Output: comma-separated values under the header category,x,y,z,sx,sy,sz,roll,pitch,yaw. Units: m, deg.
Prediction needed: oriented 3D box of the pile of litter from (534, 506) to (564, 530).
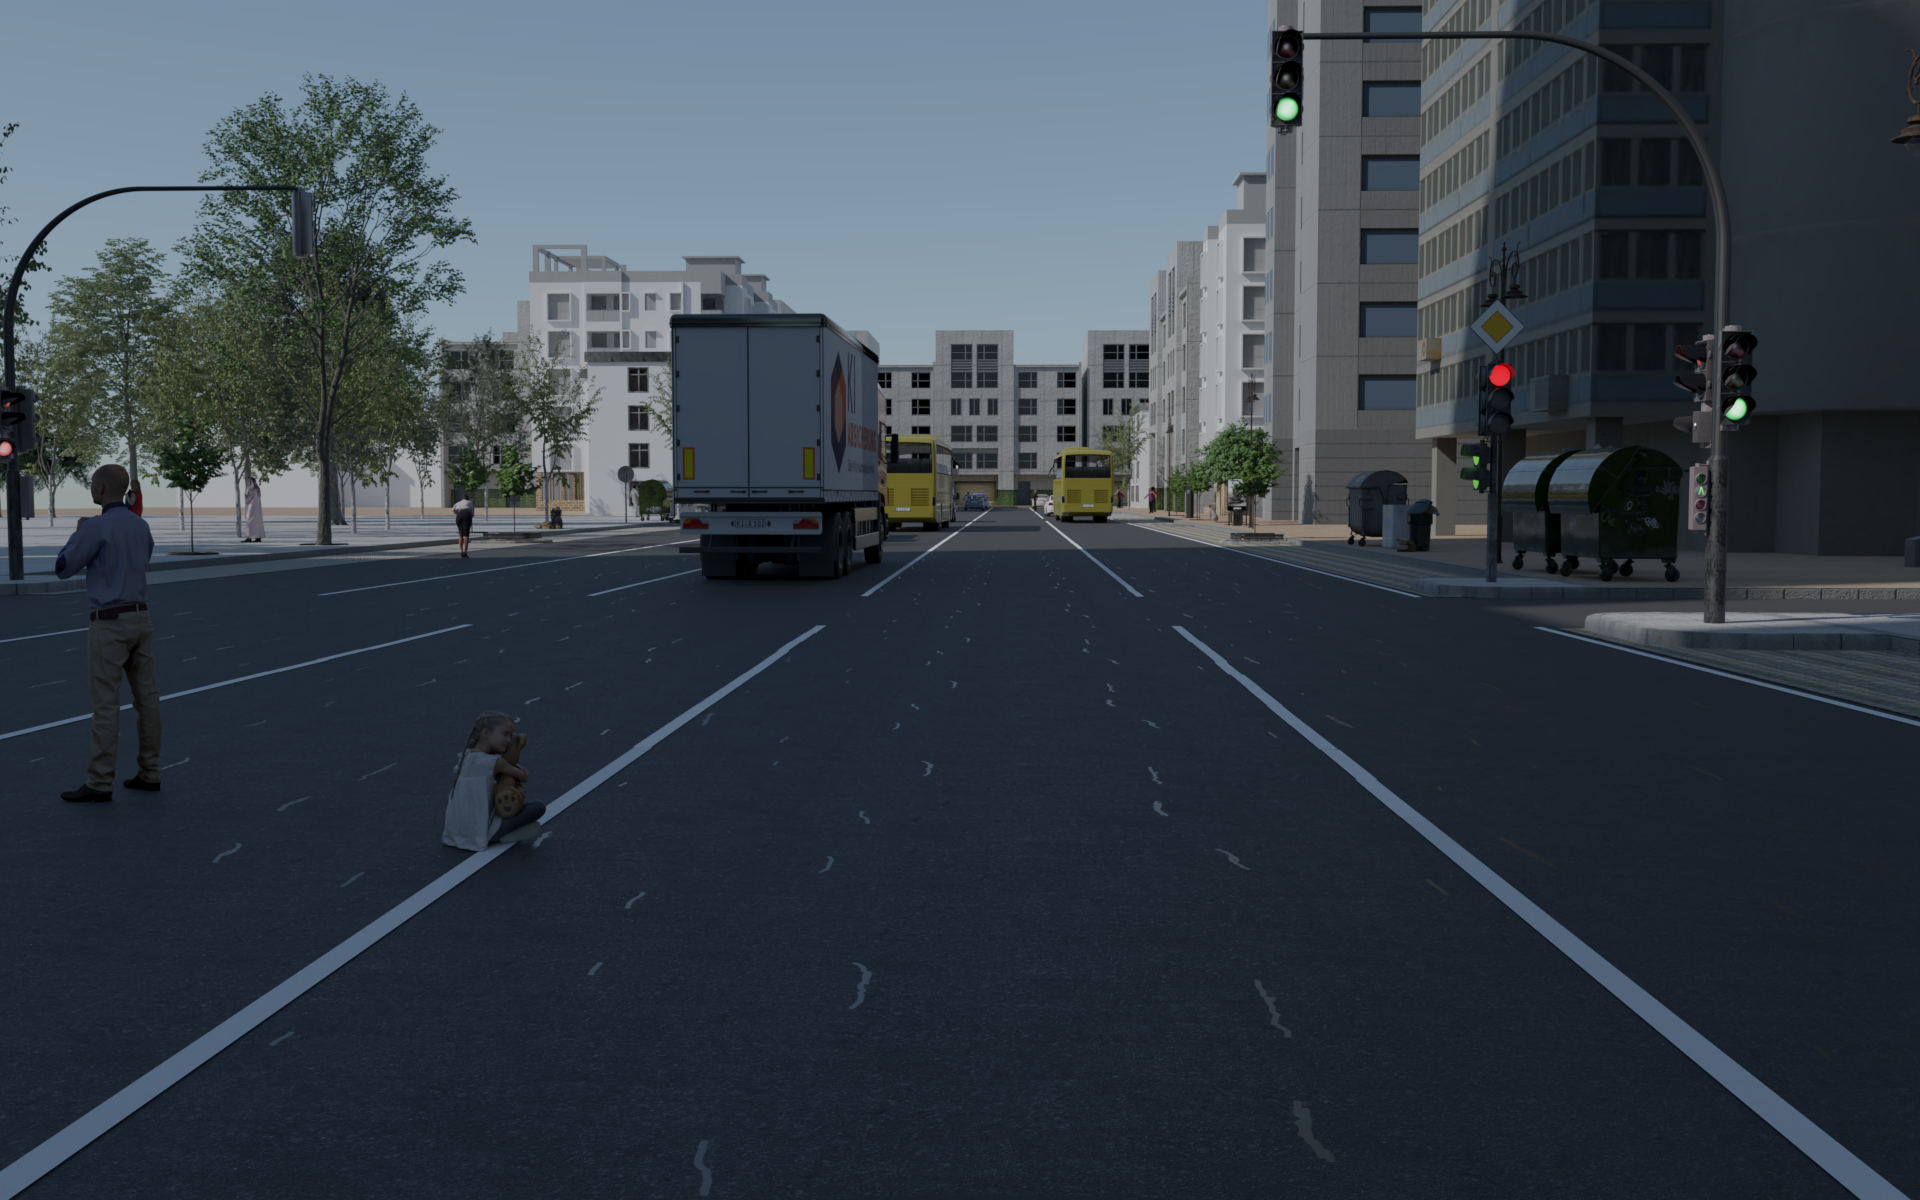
category,x,y,z,sx,sy,sz,roll,pitch,yaw
pile of litter,-15.038,-3.024,63.401,1.176,0.858,1.719,0,4,1

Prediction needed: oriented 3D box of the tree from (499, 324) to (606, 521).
category,x,y,z,sx,sy,sz,roll,pitch,yaw
tree,-17.913,-7.678,75.891,4.737,8.622,4.395,0,3,0

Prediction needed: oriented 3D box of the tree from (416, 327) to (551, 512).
category,x,y,z,sx,sy,sz,roll,pitch,yaw
tree,-26.989,-9.910,96.444,7.601,10.594,8.767,1,4,14

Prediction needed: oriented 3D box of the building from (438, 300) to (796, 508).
category,x,y,z,sx,sy,sz,roll,pitch,yaw
building,-31.735,-18.362,166.676,31.486,18.905,16.747,0,4,2

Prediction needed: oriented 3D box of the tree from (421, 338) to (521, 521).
category,x,y,z,sx,sy,sz,roll,pitch,yaw
tree,-22.532,-8.036,81.757,4.360,8.622,3.978,0,3,0

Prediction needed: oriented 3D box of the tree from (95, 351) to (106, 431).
category,x,y,z,sx,sy,sz,roll,pitch,yaw
tree,-27.419,-6.768,61.019,4.737,8.622,4.395,0,3,0

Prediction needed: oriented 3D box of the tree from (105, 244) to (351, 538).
category,x,y,z,sx,sy,sz,roll,pitch,yaw
tree,-21.328,-6.135,50.670,4.737,8.622,4.395,0,3,0

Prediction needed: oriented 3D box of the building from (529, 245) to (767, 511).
category,x,y,z,sx,sy,sz,roll,pitch,yaw
building,-24.205,-17.085,135.754,16.016,20.091,11.380,0,4,2

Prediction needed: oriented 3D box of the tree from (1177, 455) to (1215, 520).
category,x,y,z,sx,sy,sz,roll,pitch,yaw
tree,11.764,-5.507,84.634,1.663,3.219,1.824,0,3,0

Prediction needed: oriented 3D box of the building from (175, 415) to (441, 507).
category,x,y,z,sx,sy,sz,roll,pitch,yaw
building,-61.760,-14.012,171.250,28.070,9.664,9.099,0,4,2

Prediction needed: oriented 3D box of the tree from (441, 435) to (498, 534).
category,x,y,z,sx,sy,sz,roll,pitch,yaw
tree,-16.116,-3.793,56.622,1.663,3.219,1.824,0,3,0

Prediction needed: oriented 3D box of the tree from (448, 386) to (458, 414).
category,x,y,z,sx,sy,sz,roll,pitch,yaw
tree,-20.380,-6.823,61.918,4.737,8.622,4.395,0,3,0

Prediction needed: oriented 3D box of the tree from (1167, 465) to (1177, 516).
category,x,y,z,sx,sy,sz,roll,pitch,yaw
tree,12.766,-6.142,95.019,1.663,3.219,1.824,0,3,0

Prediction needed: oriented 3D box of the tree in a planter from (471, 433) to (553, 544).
category,x,y,z,sx,sy,sz,roll,pitch,yaw
tree in a planter,-13.049,-3.267,50.636,1.991,3.239,1.994,0,4,2

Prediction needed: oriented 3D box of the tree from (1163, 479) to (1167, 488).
category,x,y,z,sx,sy,sz,roll,pitch,yaw
tree,12.801,-6.576,102.124,1.663,3.219,1.824,0,3,0

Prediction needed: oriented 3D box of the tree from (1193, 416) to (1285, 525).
category,x,y,z,sx,sy,sz,roll,pitch,yaw
tree,12.297,-5.766,77.983,4.285,4.588,4.351,0,3,0

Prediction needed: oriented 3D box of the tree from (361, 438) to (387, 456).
category,x,y,z,sx,sy,sz,roll,pitch,yaw
tree,-35.570,-11.000,97.970,7.486,12.596,7.792,0,3,0

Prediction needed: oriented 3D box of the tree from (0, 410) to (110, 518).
category,x,y,z,sx,sy,sz,roll,pitch,yaw
tree,-56.314,-8.075,94.933,20.602,7.101,11.467,0,4,-6

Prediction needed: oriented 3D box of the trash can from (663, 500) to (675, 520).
category,x,y,z,sx,sy,sz,roll,pitch,yaw
trash can,-14.633,-4.617,87.136,0.748,1.137,0.748,0,3,0

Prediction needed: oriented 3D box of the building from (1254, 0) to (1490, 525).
category,x,y,z,sx,sy,sz,roll,pitch,yaw
building,25.700,-33.160,84.169,21.231,58.520,28.212,0,4,2

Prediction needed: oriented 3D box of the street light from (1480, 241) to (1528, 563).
category,x,y,z,sx,sy,sz,roll,pitch,yaw
street light,9.970,-3.616,31.903,0.468,5.910,1.993,0,4,2

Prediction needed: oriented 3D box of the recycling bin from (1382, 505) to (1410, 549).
category,x,y,z,sx,sy,sz,roll,pitch,yaw
recycling bin,10.391,-1.723,40.719,0.722,1.027,0.722,0,4,-6

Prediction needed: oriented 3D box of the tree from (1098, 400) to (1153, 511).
category,x,y,z,sx,sy,sz,roll,pitch,yaw
tree,12.918,-11.292,134.980,4.737,8.622,4.395,0,3,0

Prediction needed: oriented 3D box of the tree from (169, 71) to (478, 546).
category,x,y,z,sx,sy,sz,roll,pitch,yaw
tree,-15.821,-7.175,43.063,9.928,11.665,9.643,0,3,0

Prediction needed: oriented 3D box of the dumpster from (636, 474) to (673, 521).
category,x,y,z,sx,sy,sz,roll,pitch,yaw
dumpster,-14.473,-4.875,82.202,1.502,2.255,1.985,0,4,2

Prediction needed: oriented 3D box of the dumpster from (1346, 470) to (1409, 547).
category,x,y,z,sx,sy,sz,roll,pitch,yaw
dumpster,10.334,-2.268,42.848,1.264,1.857,1.865,0,4,2

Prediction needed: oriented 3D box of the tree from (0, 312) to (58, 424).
category,x,y,z,sx,sy,sz,roll,pitch,yaw
tree,-34.217,-6.756,60.830,4.360,8.622,3.978,0,3,0

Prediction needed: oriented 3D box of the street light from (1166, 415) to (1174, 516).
category,x,y,z,sx,sy,sz,roll,pitch,yaw
street light,12.076,-7.770,99.819,0.468,5.910,1.993,0,4,2

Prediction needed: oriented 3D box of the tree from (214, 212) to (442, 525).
category,x,y,z,sx,sy,sz,roll,pitch,yaw
tree,-25.825,-9.409,70.839,9.611,12.733,9.660,0,3,0

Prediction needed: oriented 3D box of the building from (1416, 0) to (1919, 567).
category,x,y,z,sx,sy,sz,roll,pitch,yaw
building,25.522,-21.471,42.926,23.993,40.220,32.217,0,4,2

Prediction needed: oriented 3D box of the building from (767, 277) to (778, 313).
category,x,y,z,sx,sy,sz,roll,pitch,yaw
building,-23.445,-17.778,147.095,16.016,20.091,11.380,0,4,2

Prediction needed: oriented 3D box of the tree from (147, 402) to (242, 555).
category,x,y,z,sx,sy,sz,roll,pitch,yaw
tree,-16.415,-2.576,36.722,1.663,3.219,1.824,0,3,0

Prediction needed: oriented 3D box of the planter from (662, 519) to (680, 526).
category,x,y,z,sx,sy,sz,roll,pitch,yaw
planter,-12.221,-3.462,77.737,1.991,0.319,1.994,0,4,2

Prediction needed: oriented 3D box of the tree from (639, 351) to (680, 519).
category,x,y,z,sx,sy,sz,roll,pitch,yaw
tree,-14.437,-8.548,90.120,4.737,8.622,4.395,0,3,0

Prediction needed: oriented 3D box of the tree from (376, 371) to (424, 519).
category,x,y,z,sx,sy,sz,roll,pitch,yaw
tree,-27.689,-8.439,88.347,4.360,8.622,3.978,0,3,0

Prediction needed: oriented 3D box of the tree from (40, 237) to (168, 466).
category,x,y,z,sx,sy,sz,roll,pitch,yaw
tree,-36.969,-9.696,76.655,7.486,12.596,7.792,0,3,0

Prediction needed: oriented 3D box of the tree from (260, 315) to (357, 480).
category,x,y,z,sx,sy,sz,roll,pitch,yaw
tree,-36.493,-10.385,87.923,7.486,12.596,7.792,0,3,0

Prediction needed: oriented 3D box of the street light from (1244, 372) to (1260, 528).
category,x,y,z,sx,sy,sz,roll,pitch,yaw
street light,11.071,-5.692,65.860,0.468,5.910,1.993,0,4,2

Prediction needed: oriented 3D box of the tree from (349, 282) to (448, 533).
category,x,y,z,sx,sy,sz,roll,pitch,yaw
tree,-19.713,-6.456,55.911,4.737,8.622,4.395,0,3,0

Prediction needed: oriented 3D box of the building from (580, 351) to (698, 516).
category,x,y,z,sx,sy,sz,roll,pitch,yaw
building,-20.882,-10.642,116.138,9.099,9.664,28.070,0,4,2

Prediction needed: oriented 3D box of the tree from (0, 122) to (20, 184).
category,x,y,z,sx,sy,sz,roll,pitch,yaw
tree,-18.959,-4.978,31.751,4.737,8.622,4.395,0,3,0

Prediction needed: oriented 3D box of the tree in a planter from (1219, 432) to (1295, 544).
category,x,y,z,sx,sy,sz,roll,pitch,yaw
tree in a planter,8.500,-3.215,49.792,1.991,3.239,1.994,0,4,2

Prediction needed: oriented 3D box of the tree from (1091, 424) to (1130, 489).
category,x,y,z,sx,sy,sz,roll,pitch,yaw
tree,15.276,-13.868,177.109,4.360,8.622,3.978,0,3,0

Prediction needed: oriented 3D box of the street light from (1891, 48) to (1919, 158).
category,x,y,z,sx,sy,sz,roll,pitch,yaw
street light,9.504,-2.682,16.631,0.468,5.910,1.993,0,4,2
